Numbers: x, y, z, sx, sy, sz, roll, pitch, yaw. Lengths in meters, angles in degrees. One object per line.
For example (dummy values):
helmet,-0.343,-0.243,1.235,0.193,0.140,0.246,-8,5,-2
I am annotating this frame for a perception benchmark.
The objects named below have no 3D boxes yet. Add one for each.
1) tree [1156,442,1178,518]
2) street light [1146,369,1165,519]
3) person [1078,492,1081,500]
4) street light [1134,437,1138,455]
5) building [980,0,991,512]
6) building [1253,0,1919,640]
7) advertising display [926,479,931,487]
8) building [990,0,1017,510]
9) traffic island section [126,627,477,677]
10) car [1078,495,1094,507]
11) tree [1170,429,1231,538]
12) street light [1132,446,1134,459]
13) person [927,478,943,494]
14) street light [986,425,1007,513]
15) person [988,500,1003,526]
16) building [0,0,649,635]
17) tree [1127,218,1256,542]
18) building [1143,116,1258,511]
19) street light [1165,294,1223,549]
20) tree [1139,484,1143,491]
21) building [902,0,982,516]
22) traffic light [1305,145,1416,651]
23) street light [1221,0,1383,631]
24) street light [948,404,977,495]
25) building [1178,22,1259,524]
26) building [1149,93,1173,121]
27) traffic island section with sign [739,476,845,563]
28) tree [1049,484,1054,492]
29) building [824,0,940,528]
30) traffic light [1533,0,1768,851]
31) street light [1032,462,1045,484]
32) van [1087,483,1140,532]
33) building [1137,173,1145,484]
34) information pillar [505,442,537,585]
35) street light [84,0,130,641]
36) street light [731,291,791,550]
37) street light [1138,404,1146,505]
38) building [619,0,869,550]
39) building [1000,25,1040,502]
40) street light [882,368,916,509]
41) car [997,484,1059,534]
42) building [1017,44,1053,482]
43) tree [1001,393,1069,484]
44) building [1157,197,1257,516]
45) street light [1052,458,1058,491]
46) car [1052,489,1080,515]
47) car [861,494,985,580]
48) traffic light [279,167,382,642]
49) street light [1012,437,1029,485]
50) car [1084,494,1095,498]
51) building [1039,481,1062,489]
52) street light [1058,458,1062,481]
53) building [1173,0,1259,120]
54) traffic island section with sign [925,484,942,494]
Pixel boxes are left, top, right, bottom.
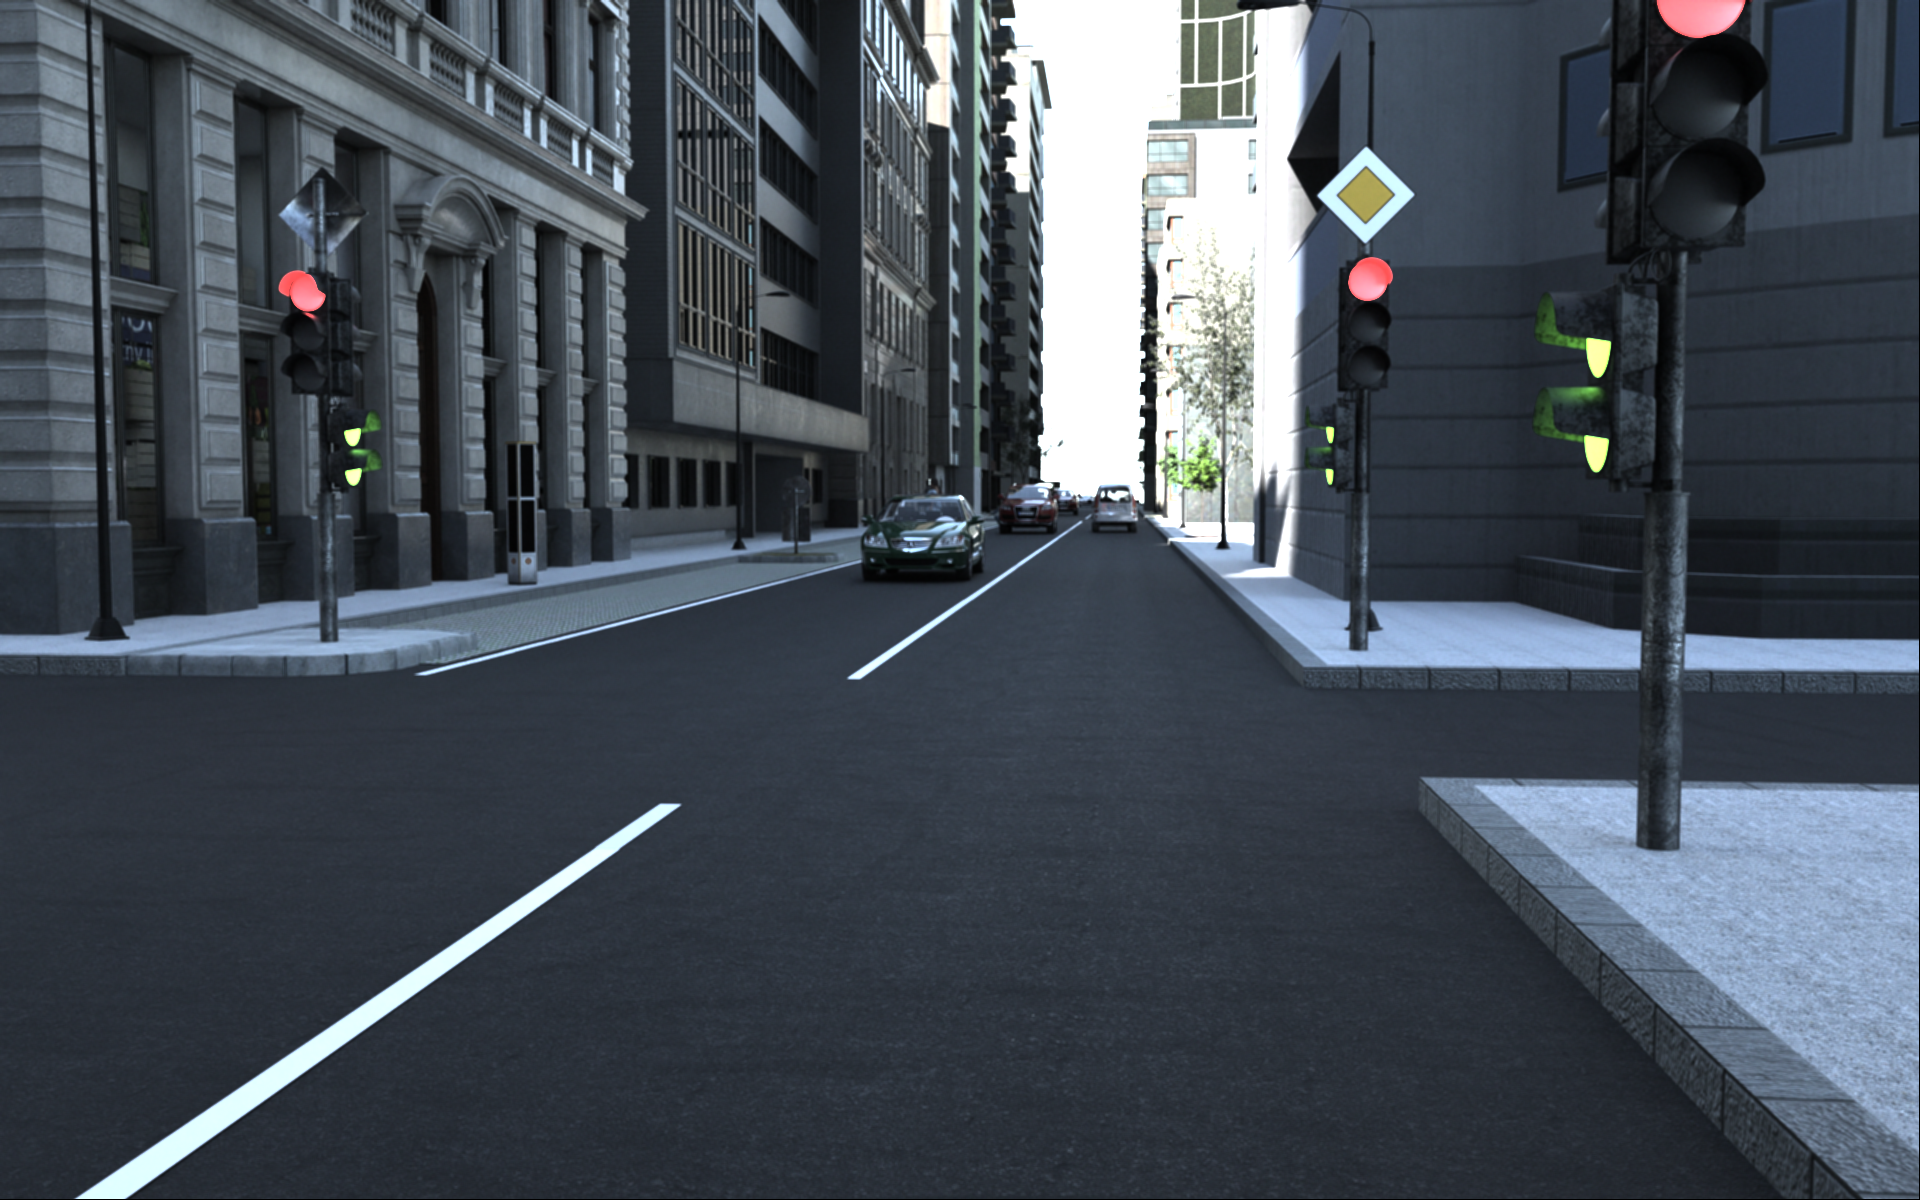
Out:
tree,12.398,-6.820,95.214,4.285,4.588,4.351,0,3,0
street light,7.770,-5.619,64.411,1.470,5.913,1.316,0,4,5
person,17.047,-14.528,246.697,0.551,1.740,0.621,-3,5,-42
street light,12.655,-8.814,116.650,1.470,5.913,1.316,0,4,5
building,-9.374,-30.075,115.424,21.300,48.544,21.600,0,4,5
building,18.951,-29.366,22.138,28.212,58.520,21.231,0,4,5
advertising display,-1.374,-4.333,76.065,0.123,1.923,0.974,0,4,4
building,-6.856,-29.732,140.746,22.147,44.769,28.867,0,4,5
traffic island section,-5.503,0.441,15.069,2.009,0.180,2.903,0,4,5
car,14.294,-11.204,195.548,2.083,1.381,4.827,0,4,5
tree,7.149,-3.459,51.161,1.663,3.219,1.824,0,3,0
street light,14.994,-10.310,141.113,1.470,5.913,1.316,0,4,5
person,-0.543,-1.936,40.240,0.616,1.811,0.778,-3,4,-38
street light,2.472,-8.812,116.621,1.470,5.913,1.316,0,4,5
person,1.761,-3.949,78.559,1.012,1.151,0.738,-2,4,-27
building,-12.099,-11.974,24.652,11.050,23.489,19.941,0,4,5
tree,6.959,-5.840,45.851,4.360,8.622,3.978,0,3,0
building,21.585,-22.315,136.558,14.160,30.474,14.107,0,4,5
street light,5.604,-4.145,40.320,1.470,5.913,1.316,0,4,5
tree,19.147,-11.103,176.138,1.663,3.219,1.824,0,3,0
building,-6.346,-25.293,97.128,14.154,41.232,14.086,0,4,5
traffic light,3.261,-1.542,14.136,0.839,4.253,0.868,0,4,5
street light,3.277,-2.673,16.243,1.470,5.913,1.316,0,4,5
street light,0.222,-7.278,91.540,1.470,5.913,1.316,0,4,5
building,20.452,-46.118,66.693,22.319,86.520,31.000,0,4,5
building,33.019,-35.593,205.647,21.300,48.544,21.600,0,4,5
traffic island section with sign,-3.496,-1.711,36.598,1.989,1.847,2.006,0,4,5
tree,13.608,-15.582,249.369,1.663,3.219,1.824,0,3,0
building,-8.349,-17.128,77.300,12.463,27.353,25.104,0,4,5
traffic light,2.520,-1.056,6.186,0.839,4.253,0.868,0,4,5
street light,7.872,-12.329,174.123,1.470,5.913,1.316,0,4,5
van,5.878,-3.618,66.160,2.013,2.044,4.112,0,4,3
building,34.920,-35.245,230.882,22.147,44.769,28.867,0,4,5
information pillar,-6.195,-1.222,24.475,0.304,2.012,0.304,3,5,41
street light,-6.997,-2.601,15.065,1.470,5.913,1.316,0,4,5
street light,-4.572,-4.116,39.833,1.470,5.913,1.316,0,4,5
street light,10.311,-7.293,91.784,1.470,5.913,1.316,0,4,5
building,-11.783,-14.127,50.051,14.314,24.678,30.058,0,4,5
building,-2.694,-34.313,184.719,21.300,48.544,21.600,0,4,5
street light,-2.317,-5.604,64.164,1.470,5.913,1.316,0,4,5
car,2.567,-3.405,64.347,2.281,1.827,5.304,0,4,5
building,-3.635,-37.947,209.666,28.713,52.752,27.495,0,4,5
tree,5.990,-13.736,158.989,8.767,10.594,7.601,1,4,9
building,27.246,-16.496,114.750,27.650,21.520,28.899,0,4,5
street light,10.191,-13.810,198.329,1.470,5.913,1.316,0,4,5
car,7.100,-6.752,119.070,2.281,1.827,5.304,0,4,4
car,-0.586,-1.132,30.303,2.131,1.459,4.920,0,4,5
traffic light,-5.464,-1.591,14.930,0.839,4.253,0.868,0,4,5
street light,4.788,-10.285,140.698,1.470,5.913,1.316,0,4,5
car,16.702,-13.000,224.349,2.131,1.459,4.920,0,4,5
building,-2.393,-33.264,235.740,32.217,40.220,23.993,0,4,5
street light,12.381,-15.283,222.418,1.470,5.913,1.316,0,4,5
building,27.061,-43.667,152.208,20.563,71.187,20.611,0,4,5
traffic island section with sign,-0.955,-3.375,63.804,1.989,1.847,2.006,0,4,5
